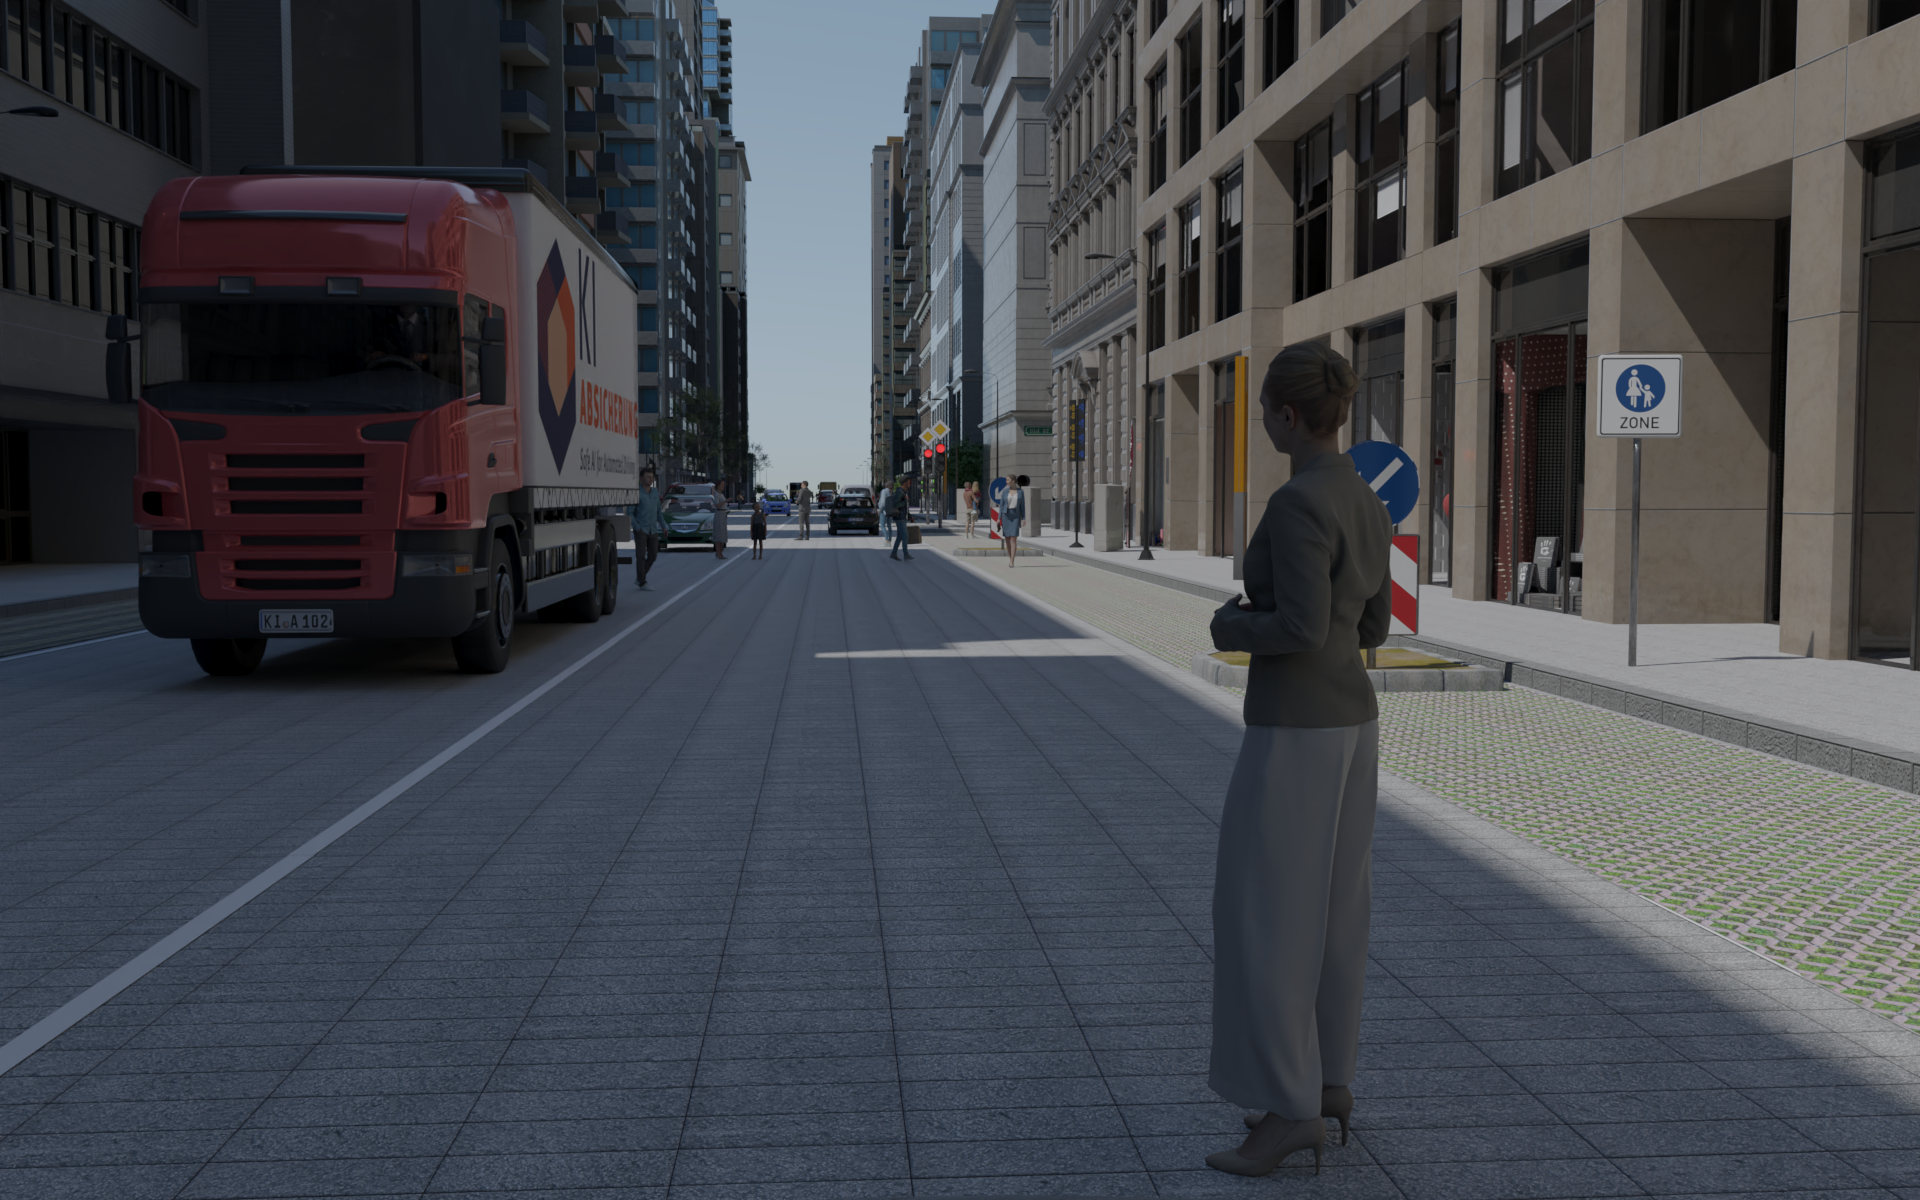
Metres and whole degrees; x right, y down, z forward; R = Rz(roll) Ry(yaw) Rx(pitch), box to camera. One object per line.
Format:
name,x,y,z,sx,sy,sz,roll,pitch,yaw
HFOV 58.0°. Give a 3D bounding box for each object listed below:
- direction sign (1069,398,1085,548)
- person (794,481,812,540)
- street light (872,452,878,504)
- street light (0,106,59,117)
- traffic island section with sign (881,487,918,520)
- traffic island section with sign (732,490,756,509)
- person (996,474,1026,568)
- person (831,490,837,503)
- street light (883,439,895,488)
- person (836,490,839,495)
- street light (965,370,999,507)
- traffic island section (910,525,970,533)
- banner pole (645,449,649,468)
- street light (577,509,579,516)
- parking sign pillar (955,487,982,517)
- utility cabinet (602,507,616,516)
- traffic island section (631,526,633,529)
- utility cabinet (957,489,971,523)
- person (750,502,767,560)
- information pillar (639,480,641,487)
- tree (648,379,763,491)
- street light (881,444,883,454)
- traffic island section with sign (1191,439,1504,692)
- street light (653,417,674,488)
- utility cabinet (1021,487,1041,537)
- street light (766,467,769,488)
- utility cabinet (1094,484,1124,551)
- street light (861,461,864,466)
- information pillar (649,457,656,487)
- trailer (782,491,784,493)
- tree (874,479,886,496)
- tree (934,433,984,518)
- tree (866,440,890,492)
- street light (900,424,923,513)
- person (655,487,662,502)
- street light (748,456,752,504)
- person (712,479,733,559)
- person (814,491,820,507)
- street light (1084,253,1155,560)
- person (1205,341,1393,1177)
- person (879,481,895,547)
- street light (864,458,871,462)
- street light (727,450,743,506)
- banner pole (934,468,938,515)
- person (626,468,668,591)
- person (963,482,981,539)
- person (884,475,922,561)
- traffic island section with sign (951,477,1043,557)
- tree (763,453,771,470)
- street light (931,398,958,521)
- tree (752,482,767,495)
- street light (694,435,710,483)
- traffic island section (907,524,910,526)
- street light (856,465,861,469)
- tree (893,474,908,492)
direction sign,2.802,-3.027,41.486,0.379,3.537,0.876,-1,4,-20
person,-4.889,-2.774,53.656,0.447,1.846,0.655,2,4,35
street light,-8.923,-13.471,192.789,1.470,5.913,1.316,0,4,-4
street light,-11.479,-2.954,20.836,1.470,5.913,1.316,0,4,-4
traffic island section with sign,-3.368,-5.315,95.531,1.989,1.847,2.006,0,4,-4
traffic island section with sign,-21.424,-9.911,170.673,1.989,1.847,2.006,0,4,-4
person,1.029,-1.542,33.734,0.581,1.822,0.654,1,4,21
person,-10.556,-8.366,145.629,0.623,1.781,0.721,-1,4,-11
street light,-5.575,-10.678,147.130,1.470,5.913,1.316,0,4,-4
person,-13.649,-11.220,191.585,1.348,1.869,0.705,0,4,4
street light,0.865,-5.650,64.924,1.470,5.913,1.316,0,4,-4
traffic island section,-0.721,-2.609,64.931,2.009,0.180,2.903,0,4,-4
banner pole,-17.548,-6.563,97.323,0.401,3.779,0.863,0,4,1
street light,-15.475,-6.113,72.487,1.470,5.913,1.316,0,4,-4
parking sign pillar,0.473,-6.587,96.167,1.447,3.967,1.447,-2,4,-34
utility cabinet,-16.237,-4.217,80.110,0.306,1.237,1.020,1,4,10
traffic island section,-13.931,-3.038,71.945,2.009,0.180,2.903,0,4,-4
utility cabinet,0.223,-4.046,74.830,0.318,1.500,1.173,-1,4,-21
person,-4.407,-1.512,37.887,0.362,1.253,0.373,0,4,-2
information pillar,-17.210,-5.391,92.633,0.304,2.012,0.304,-1,4,-11
tree,-21.850,-12.677,141.677,8.767,10.594,7.601,1,4,14
street light,-6.652,-11.519,160.882,1.470,5.913,1.316,0,4,-4
traffic island section with sign,2.860,-0.290,13.363,1.989,1.847,2.006,0,4,-4
street light,-17.863,-8.041,104.015,1.470,5.913,1.316,0,4,-4
utility cabinet,2.134,-2.623,51.557,0.318,1.500,1.173,1,4,18
street light,-32.242,-19.637,293.601,1.470,5.913,1.316,0,4,-4
utility cabinet,3.348,-1.842,38.795,0.318,1.500,1.173,2,4,24
street light,-12.892,-16.590,243.779,1.470,5.913,1.316,0,4,-4
information pillar,-19.373,-7.203,109.117,0.504,3.616,0.183,2,4,25
trailer,-30.780,-17.751,297.282,1.471,1.999,3.904,0,4,-3
tree,-9.906,-13.477,214.950,1.663,3.219,1.824,0,3,0
tree,0.371,-6.651,92.462,4.285,4.588,4.351,0,3,0
tree,-10.515,-17.253,232.441,4.360,8.622,3.978,0,3,0
street light,-3.128,-8.753,115.650,1.470,5.913,1.316,0,4,-4
person,-15.837,-5.026,90.852,0.590,1.801,0.661,0,4,2
street light,-26.051,-14.614,211.480,1.470,5.913,1.316,0,4,-4
person,-5.192,-1.774,38.068,0.524,1.755,0.480,1,4,9
person,-16.129,-11.606,198.393,1.348,1.807,0.705,-1,4,-17
street light,3.090,-3.731,33.538,1.470,5.913,1.316,0,4,-4
person,0.726,0.321,3.801,0.362,1.759,0.519,2,4,35
person,-1.980,-2.355,47.277,0.793,1.790,0.793,0,4,3
street light,-11.320,-15.390,224.162,1.470,5.913,1.316,0,4,-4
street light,-23.554,-12.696,180.115,1.470,5.913,1.316,0,4,-4
banner pole,-1.431,-7.006,104.568,0.401,3.779,0.863,-1,4,-16
person,-4.710,-1.058,25.824,0.620,1.820,0.660,2,4,34
person,0.390,-2.873,55.453,0.580,1.828,0.573,0,4,-1
person,-1.192,-1.730,36.775,0.713,1.824,0.794,2,4,27
traffic island section with sign,0.824,-1.935,40.272,1.989,1.847,2.006,0,4,-4
tree,-28.160,-17.496,220.474,8.767,10.594,7.601,-1,4,-16
street light,-0.697,-6.810,83.883,1.470,5.913,1.316,0,4,-4
tree,-29.823,-16.015,256.446,1.663,3.219,1.824,0,3,0
street light,-20.211,-9.972,135.583,1.470,5.913,1.316,0,4,-4
traffic island section,-1.325,-3.096,72.893,2.009,0.180,2.903,0,4,-4
street light,-17.713,-20.460,307.061,1.470,5.913,1.316,0,4,-4
tree,-5.202,-9.809,154.975,1.663,3.219,1.824,0,3,0
